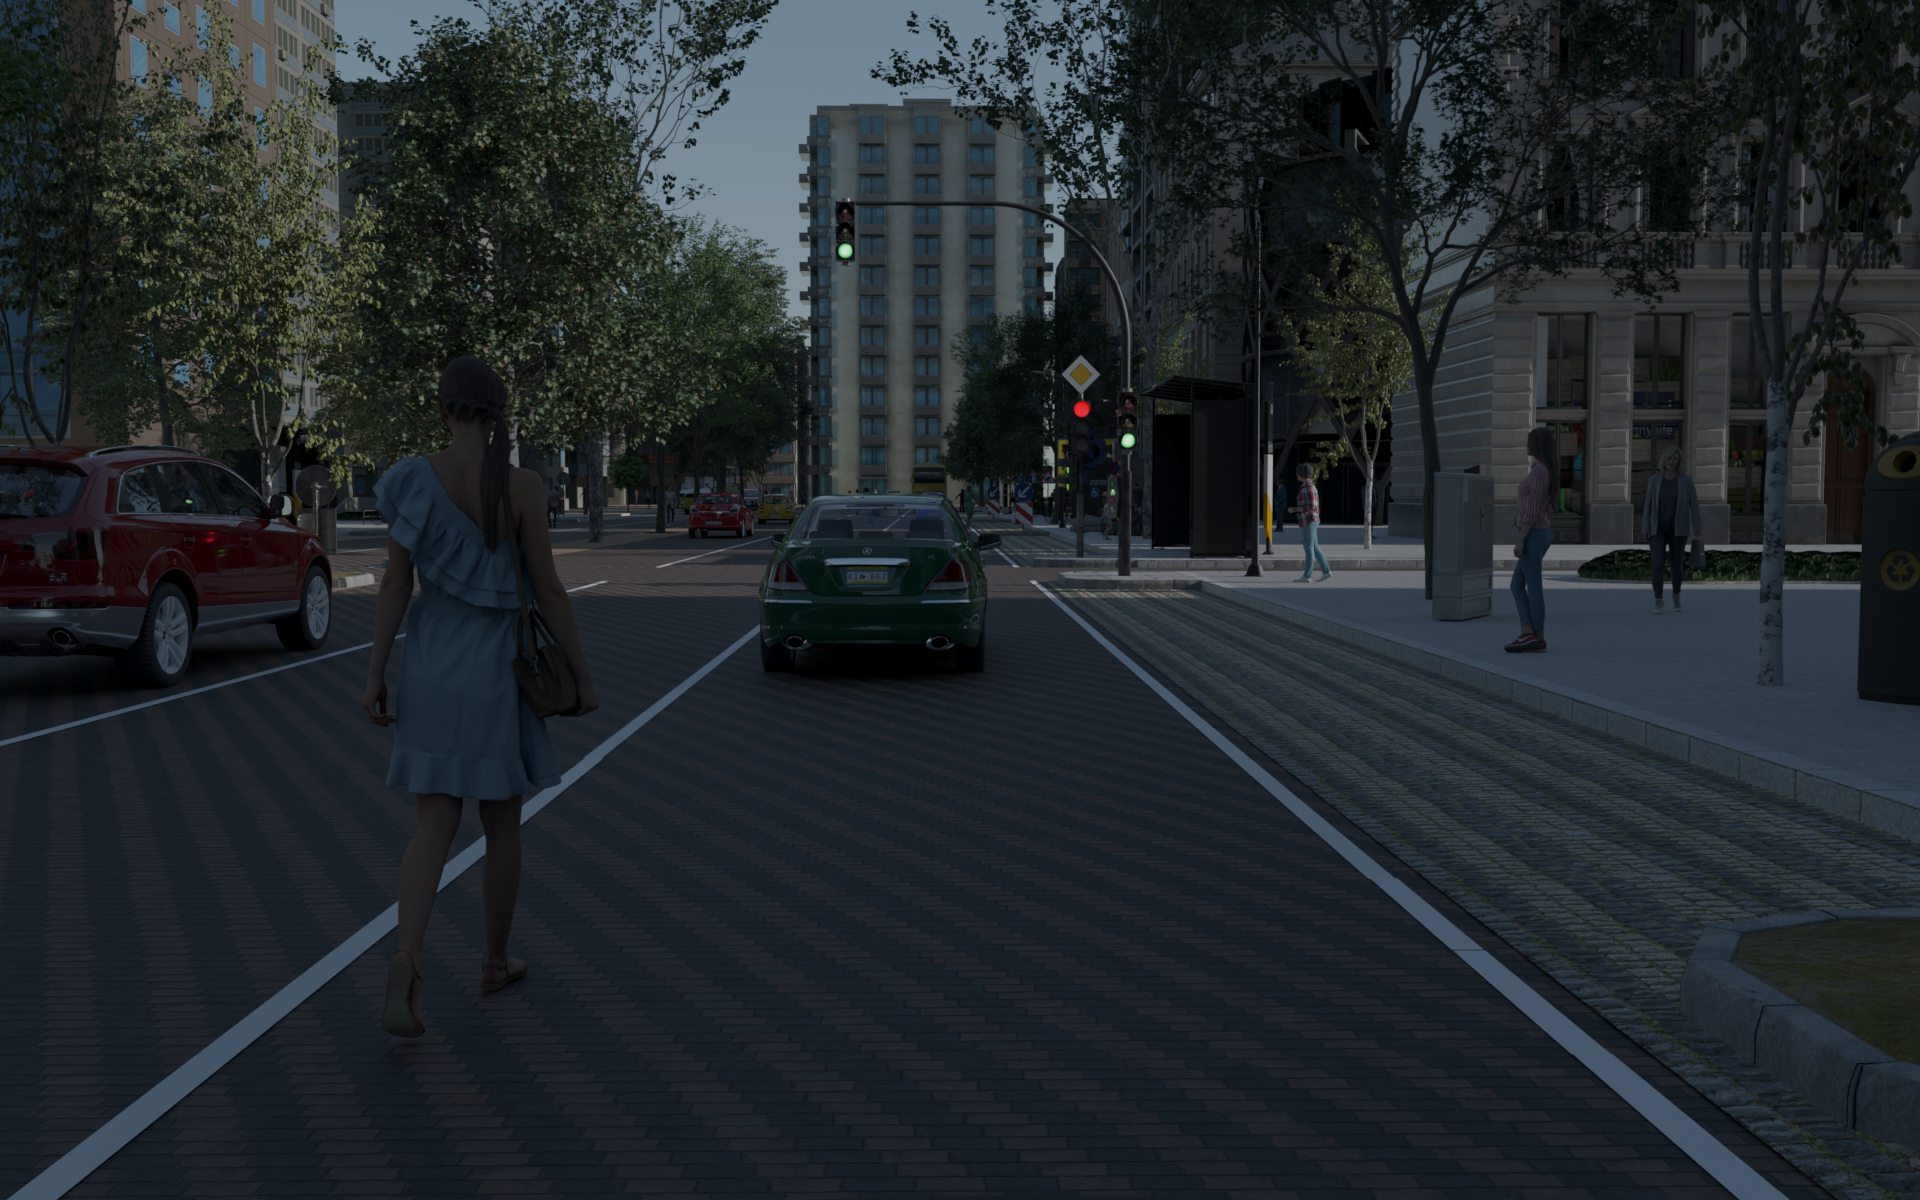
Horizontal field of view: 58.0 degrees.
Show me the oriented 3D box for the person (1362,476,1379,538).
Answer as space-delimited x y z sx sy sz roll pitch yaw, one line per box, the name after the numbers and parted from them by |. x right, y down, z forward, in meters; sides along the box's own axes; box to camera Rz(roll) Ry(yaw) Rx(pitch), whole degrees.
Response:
11.878 -2.689 50.190 0.721 1.800 0.419 -3 5 -42 | person

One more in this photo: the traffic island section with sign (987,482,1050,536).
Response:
2.054 -3.129 59.783 1.989 1.847 2.006 0 4 -1 | traffic island section with sign

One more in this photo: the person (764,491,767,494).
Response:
-15.019 -7.505 132.682 0.593 1.643 0.415 -3 4 -37 | person

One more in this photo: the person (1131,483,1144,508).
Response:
9.808 -5.527 95.778 0.648 1.900 0.474 -3 4 -37 | person

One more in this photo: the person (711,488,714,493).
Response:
-15.779 -6.184 109.883 0.850 1.792 0.678 -2 4 -33 | person

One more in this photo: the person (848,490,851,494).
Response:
-9.193 -8.189 143.110 1.217 1.735 0.721 3 5 43 | person

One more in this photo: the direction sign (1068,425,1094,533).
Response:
3.999 -3.993 57.281 0.876 3.537 0.379 -1 4 -13 | direction sign

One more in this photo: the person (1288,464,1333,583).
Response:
5.088 -1.116 25.120 0.643 1.720 0.563 1 4 13 | person

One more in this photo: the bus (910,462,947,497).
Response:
-2.385 -8.628 132.609 2.896 3.916 12.252 0 4 -2 | bus

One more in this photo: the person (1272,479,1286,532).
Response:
10.819 -3.203 58.596 0.419 1.800 0.721 0 4 -2 | person

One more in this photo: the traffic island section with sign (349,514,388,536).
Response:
-19.874 -3.142 60.000 1.989 1.847 2.006 0 4 -1 | traffic island section with sign

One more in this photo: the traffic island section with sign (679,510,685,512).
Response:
-21.184 -7.880 137.467 1.989 1.847 2.006 0 4 -1 | traffic island section with sign

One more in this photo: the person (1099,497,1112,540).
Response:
4.071 -2.285 48.425 0.382 1.210 0.505 0 4 0 | person

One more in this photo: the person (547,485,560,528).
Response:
-17.410 -3.995 73.999 0.592 1.802 0.473 -1 4 -20 | person

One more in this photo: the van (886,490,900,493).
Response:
-6.394 -9.725 166.014 2.013 2.044 4.112 0 4 -2 | van

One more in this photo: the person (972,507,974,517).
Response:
0.682 -5.760 107.691 0.382 1.210 0.505 0 4 4 | person

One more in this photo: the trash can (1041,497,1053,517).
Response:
4.935 -5.306 98.412 0.748 1.137 0.748 0 3 0 | trash can

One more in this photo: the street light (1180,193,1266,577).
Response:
4.055 -3.318 26.798 1.470 5.913 1.316 0 4 -1 | street light

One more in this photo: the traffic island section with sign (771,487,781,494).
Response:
-11.720 -6.216 109.760 2.006 1.907 1.989 0 4 -1 | traffic island section with sign

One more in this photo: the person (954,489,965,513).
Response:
0.176 -7.606 132.818 1.348 1.831 0.705 1 4 21 | person

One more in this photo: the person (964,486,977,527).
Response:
0.379 -4.045 74.881 0.600 1.795 0.529 3 5 40 | person

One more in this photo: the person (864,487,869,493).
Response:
-4.009 -4.078 76.018 0.643 1.720 0.563 -1 4 -22 | person

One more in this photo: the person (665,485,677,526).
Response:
-13.021 -4.242 77.699 0.661 1.843 0.795 -1 4 -13 | person

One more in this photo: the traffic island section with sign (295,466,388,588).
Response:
-10.335 -1.168 27.226 2.006 1.907 1.989 0 4 -1 | traffic island section with sign

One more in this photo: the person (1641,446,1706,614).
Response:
7.732 -0.761 18.666 0.709 1.800 0.728 2 4 28 | person

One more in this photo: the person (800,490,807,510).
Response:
-13.404 -8.561 148.929 0.683 1.767 0.568 -2 4 -31 | person

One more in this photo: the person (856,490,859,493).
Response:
-7.029 -6.603 117.174 0.721 1.736 1.217 -2 4 -29 | person

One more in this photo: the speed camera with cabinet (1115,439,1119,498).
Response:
5.103 -4.153 62.241 2.038 3.252 0.660 -2 4 -25 | speed camera with cabinet

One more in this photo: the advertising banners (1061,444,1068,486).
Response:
4.519 -3.960 60.937 2.074 3.025 0.090 -1 4 -19 | advertising banners

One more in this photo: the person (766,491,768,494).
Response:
-19.760 -10.216 176.212 0.721 1.739 1.217 0 4 -2 | person

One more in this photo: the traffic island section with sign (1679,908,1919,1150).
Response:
2.978 0.265 4.298 1.989 1.847 2.006 0 4 -1 | traffic island section with sign

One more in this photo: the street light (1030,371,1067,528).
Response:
3.349 -5.690 65.568 1.470 5.913 1.316 0 4 -1 | street light

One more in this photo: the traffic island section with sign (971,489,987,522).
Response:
1.572 -4.860 88.094 1.989 1.847 2.006 0 4 -1 | traffic island section with sign

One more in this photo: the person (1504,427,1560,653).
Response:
4.648 -0.489 14.042 0.388 1.821 0.555 1 4 23 | person

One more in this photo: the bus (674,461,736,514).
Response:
-18.247 -8.195 125.527 2.896 3.916 12.252 0 3 0 | bus

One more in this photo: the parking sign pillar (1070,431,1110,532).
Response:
4.465 -4.307 58.899 1.447 3.967 1.447 -2 4 -30 | parking sign pillar

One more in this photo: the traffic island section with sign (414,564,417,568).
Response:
-10.450 -1.621 34.632 2.006 1.907 1.989 0 4 -1 | traffic island section with sign

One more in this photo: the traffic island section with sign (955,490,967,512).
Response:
0.747 -7.873 137.355 1.989 1.847 2.006 0 4 -1 | traffic island section with sign

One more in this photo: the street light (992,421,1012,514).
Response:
2.636 -8.393 109.769 1.470 5.913 1.316 0 4 -1 | street light

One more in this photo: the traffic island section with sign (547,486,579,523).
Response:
-20.336 -4.821 87.454 1.989 1.847 2.006 0 4 -1 | traffic island section with sign

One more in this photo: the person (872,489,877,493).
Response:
-5.587 -6.367 113.271 0.551 1.740 0.621 -1 4 -19 | person

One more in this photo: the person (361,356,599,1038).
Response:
-1.326 0.233 4.780 0.616 1.811 0.778 0 4 4 | person
